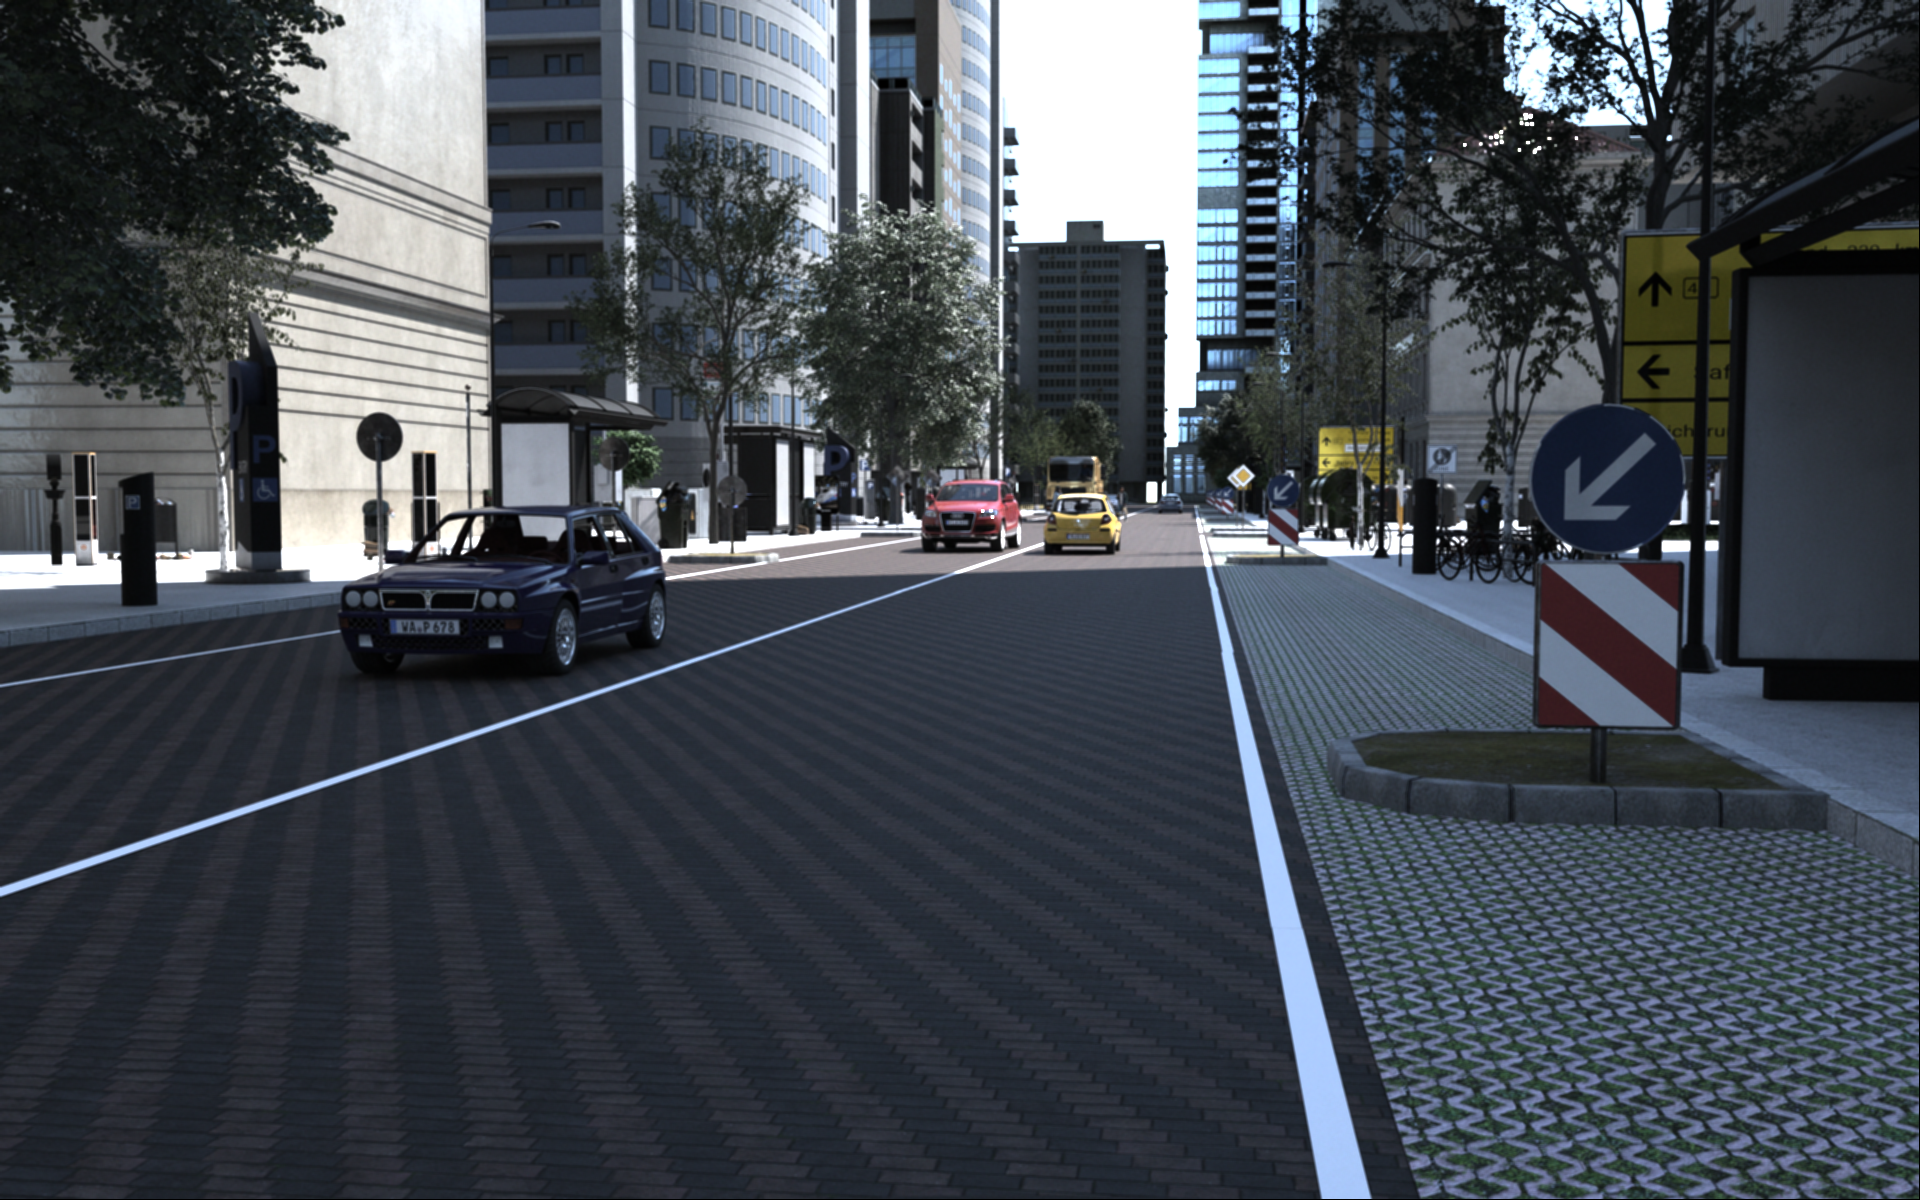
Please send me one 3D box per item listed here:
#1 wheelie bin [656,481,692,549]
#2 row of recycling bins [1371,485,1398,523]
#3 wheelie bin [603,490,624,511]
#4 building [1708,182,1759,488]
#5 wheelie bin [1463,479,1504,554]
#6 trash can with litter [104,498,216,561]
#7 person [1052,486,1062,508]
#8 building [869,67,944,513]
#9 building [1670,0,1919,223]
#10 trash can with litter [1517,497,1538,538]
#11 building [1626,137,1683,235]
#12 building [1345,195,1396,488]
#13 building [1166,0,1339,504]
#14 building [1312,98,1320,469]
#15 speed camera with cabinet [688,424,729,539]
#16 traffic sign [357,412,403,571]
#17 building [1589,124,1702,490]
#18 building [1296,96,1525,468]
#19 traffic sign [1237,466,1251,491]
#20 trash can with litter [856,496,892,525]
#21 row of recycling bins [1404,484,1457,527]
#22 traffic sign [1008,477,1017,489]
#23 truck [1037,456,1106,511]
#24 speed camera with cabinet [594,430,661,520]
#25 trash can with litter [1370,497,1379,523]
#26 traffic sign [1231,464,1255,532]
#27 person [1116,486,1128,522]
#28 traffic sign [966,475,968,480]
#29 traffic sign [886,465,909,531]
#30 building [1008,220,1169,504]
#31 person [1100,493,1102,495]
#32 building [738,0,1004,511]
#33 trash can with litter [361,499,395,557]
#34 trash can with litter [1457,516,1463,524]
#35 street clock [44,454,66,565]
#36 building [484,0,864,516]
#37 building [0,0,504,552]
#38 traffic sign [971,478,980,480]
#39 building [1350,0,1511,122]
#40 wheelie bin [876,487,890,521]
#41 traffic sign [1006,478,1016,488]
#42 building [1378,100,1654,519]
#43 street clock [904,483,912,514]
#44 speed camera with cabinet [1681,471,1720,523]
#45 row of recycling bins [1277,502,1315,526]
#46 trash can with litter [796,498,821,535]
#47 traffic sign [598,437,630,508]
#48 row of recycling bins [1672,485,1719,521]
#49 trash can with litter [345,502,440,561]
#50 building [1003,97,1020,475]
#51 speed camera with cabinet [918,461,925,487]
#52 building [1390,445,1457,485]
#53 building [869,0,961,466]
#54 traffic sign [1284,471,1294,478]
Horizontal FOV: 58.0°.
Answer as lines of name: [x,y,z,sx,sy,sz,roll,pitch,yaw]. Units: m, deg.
wheelie bin: [-6.706,-2.005,40.696,0.693,1.594,0.980,1,4,11]
row of recycling bins: [19.348,-4.355,78.322,1.069,1.692,3.534,-1,4,-21]
wheelie bin: [-12.092,-3.185,59.986,0.980,1.594,0.693,1,4,18]
building: [91.615,-45.846,187.837,20.611,71.187,20.563,0,4,8]
wheelie bin: [11.251,-1.793,37.221,0.693,1.594,0.980,0,4,-8]
trash can with litter: [-15.929,-1.395,33.865,2.233,1.210,1.678,0,4,-2]
person: [4.194,-4.077,75.422,0.793,1.790,0.793,3,5,41]
building: [-9.019,-21.394,121.494,14.160,30.474,14.107,0,4,8]
building: [28.444,-26.684,25.530,28.713,52.752,27.495,0,4,8]
trash can with litter: [17.261,-2.436,50.893,2.233,1.210,1.678,-2,4,-25]
building: [89.098,-37.645,235.098,30.456,49.044,23.786,0,4,8]
building: [35.728,-18.586,122.942,14.314,24.678,30.058,0,4,8]
building: [44.494,-56.679,239.378,31.000,86.520,22.319,0,4,8]
building: [42.015,-31.707,168.520,14.600,45.320,14.200,0,4,8]
speed camera with cabinet: [-7.201,-3.368,49.406,0.660,3.252,2.038,-2,4,-28]
traffic sign: [-9.067,-1.648,27.051,0.768,2.556,0.104,1,4,9]
building: [74.739,-31.234,194.265,14.086,41.232,14.154,0,4,8]
building: [48.610,-32.750,190.079,22.147,44.769,28.867,0,4,8]
traffic sign: [20.895,-7.921,123.378,2.265,3.308,0.079,1,4,16]
trash can with litter: [-3.970,-3.759,72.516,2.233,1.210,1.678,1,4,13]
row of recycling bins: [18.998,-3.829,69.714,1.069,1.692,3.534,0,4,-6]
traffic sign: [3.773,-7.716,126.257,0.768,2.556,0.104,1,4,13]
truck: [6.085,-5.839,91.393,3.469,3.379,9.791,0,4,7]
speed camera with cabinet: [-10.043,-3.550,52.372,2.038,3.252,0.660,1,4,21]
trash can with litter: [16.174,-3.529,69.079,1.055,1.170,0.624,-1,4,-18]
traffic sign: [9.442,-3.311,57.770,0.795,2.450,0.064,0,4,8]
person: [8.377,-4.937,89.199,0.794,1.824,0.713,3,5,45]
traffic sign: [0.048,-6.022,98.568,0.768,2.556,0.104,1,4,15]
traffic sign: [-2.145,-3.407,59.342,0.795,2.450,0.064,0,4,8]
building: [17.808,-34.054,248.655,23.993,40.220,32.217,0,4,8]
person: [17.847,-13.015,221.819,0.617,1.759,0.750,3,4,37]
building: [-7.657,-38.538,172.090,21.231,58.520,28.212,0,4,8]
trash can with litter: [-12.092,-1.503,35.960,0.624,1.170,1.055,-1,4,-13]
trash can with litter: [21.284,-3.911,75.335,1.055,1.170,0.624,0,4,-6]
street clock: [-16.313,-1.630,31.227,0.358,2.002,0.471,-2,4,-28]
building: [-17.701,-33.607,91.478,21.231,58.520,28.212,0,4,8]
building: [-29.222,-13.050,46.659,30.059,22.955,16.112,0,4,8]
traffic sign: [1.037,-6.812,113.500,0.606,2.300,0.079,0,4,8]
building: [40.081,-30.817,153.973,14.600,45.320,14.200,0,4,8]
wheelie bin: [-3.578,-4.559,82.454,0.693,1.594,0.980,2,4,31]
traffic sign: [3.536,-7.302,120.570,0.795,2.450,0.064,1,4,10]
building: [30.456,-16.010,97.925,11.583,22.565,21.152,0,4,8]
street clock: [-3.414,-6.688,113.917,0.471,2.002,0.358,-1,4,-19]
speed camera with cabinet: [30.295,-4.629,70.014,2.038,3.252,0.660,0,4,-4]
row of recycling bins: [13.795,-3.816,69.499,1.069,1.692,3.534,3,5,42]
trash can with litter: [-4.782,-2.628,54.353,0.624,1.170,1.055,1,4,10]
traffic sign: [-7.667,-2.339,38.350,0.768,2.556,0.104,1,4,16]
row of recycling bins: [35.804,-4.663,83.350,3.534,1.692,1.069,1,4,15]
trash can with litter: [-10.848,-1.392,33.814,2.233,1.210,1.678,-2,4,-24]
building: [-8.727,-35.519,200.347,30.456,49.044,23.786,0,4,8]
speed camera with cabinet: [-1.189,-5.940,91.457,2.038,3.252,0.660,1,4,12]
building: [66.223,-28.241,233.444,14.107,30.474,14.160,0,4,8]
building: [-7.655,-30.605,150.495,14.600,45.320,14.200,0,4,8]
traffic sign: [13.995,-4.409,74.212,0.606,2.300,0.079,1,4,12]
